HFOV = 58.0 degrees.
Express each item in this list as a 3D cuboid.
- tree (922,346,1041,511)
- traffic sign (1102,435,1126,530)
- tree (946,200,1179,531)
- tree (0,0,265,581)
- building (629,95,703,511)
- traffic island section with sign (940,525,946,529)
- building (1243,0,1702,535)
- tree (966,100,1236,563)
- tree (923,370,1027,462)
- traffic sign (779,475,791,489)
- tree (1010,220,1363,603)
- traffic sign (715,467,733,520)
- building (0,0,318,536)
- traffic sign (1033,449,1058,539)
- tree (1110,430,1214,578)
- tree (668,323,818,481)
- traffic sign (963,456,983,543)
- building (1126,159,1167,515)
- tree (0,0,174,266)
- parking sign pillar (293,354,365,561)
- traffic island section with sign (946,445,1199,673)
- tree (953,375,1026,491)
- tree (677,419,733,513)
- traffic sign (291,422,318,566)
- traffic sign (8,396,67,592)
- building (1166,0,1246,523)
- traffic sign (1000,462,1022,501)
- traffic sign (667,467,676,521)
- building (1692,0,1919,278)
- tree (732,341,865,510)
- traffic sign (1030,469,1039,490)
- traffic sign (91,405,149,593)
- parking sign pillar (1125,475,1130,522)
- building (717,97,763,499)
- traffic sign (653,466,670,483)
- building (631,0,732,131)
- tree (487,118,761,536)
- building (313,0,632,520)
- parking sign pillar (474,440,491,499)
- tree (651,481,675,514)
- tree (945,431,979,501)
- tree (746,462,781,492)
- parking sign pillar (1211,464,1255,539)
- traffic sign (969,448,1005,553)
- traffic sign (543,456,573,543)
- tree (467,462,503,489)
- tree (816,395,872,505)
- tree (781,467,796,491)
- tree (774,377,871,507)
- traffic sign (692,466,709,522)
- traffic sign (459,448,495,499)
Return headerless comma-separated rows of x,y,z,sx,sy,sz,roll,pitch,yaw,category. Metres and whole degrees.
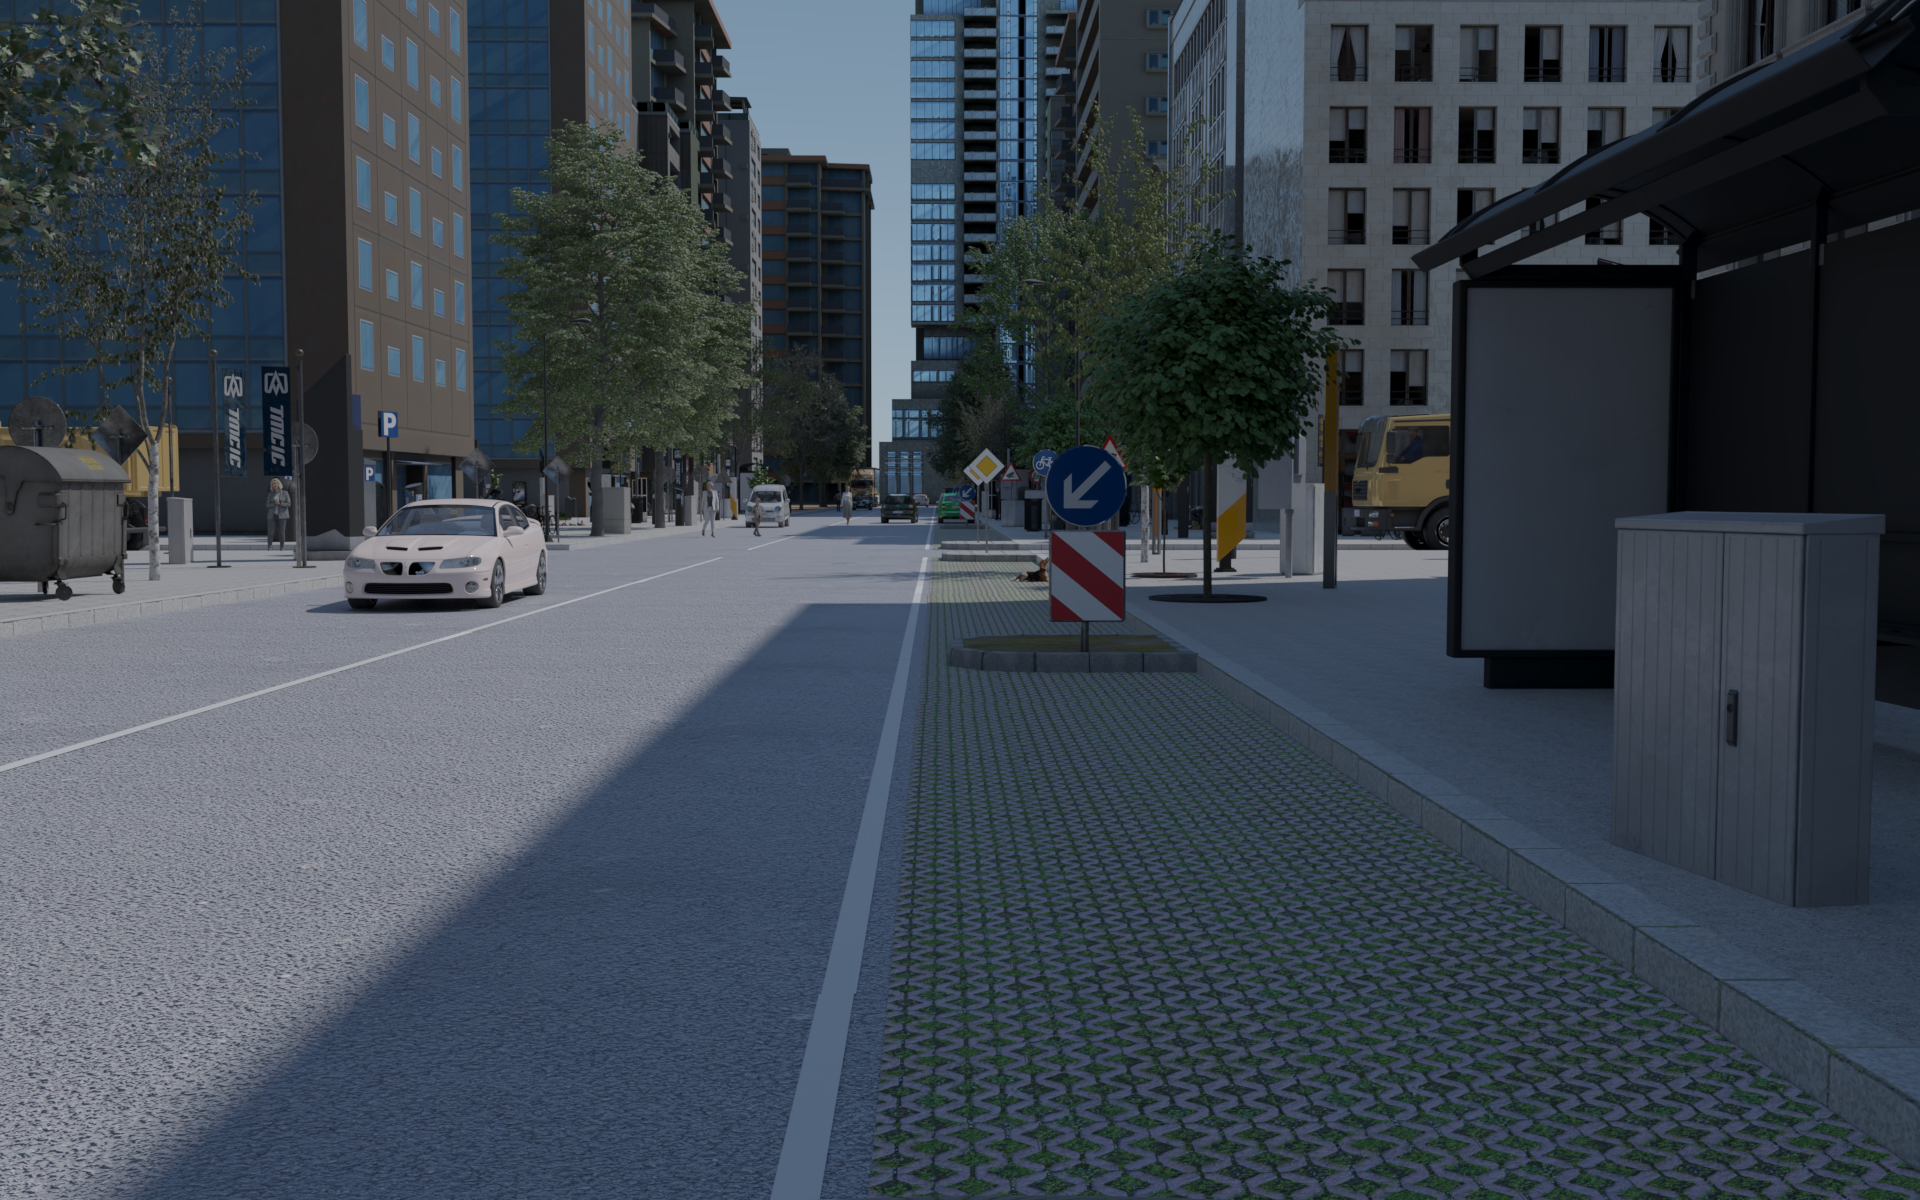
1.640,-13.124,131.582,9.611,12.733,9.660,0,3,0,tree
3.281,-2.324,38.003,0.884,2.594,0.081,0,4,3,traffic sign
3.454,-8.219,60.129,9.928,11.665,9.643,0,3,0,tree
-12.143,-4.605,25.653,4.360,8.622,3.978,0,3,0,tree
-27.092,-21.780,127.809,14.160,30.474,14.107,0,4,-1,building
0.177,-3.820,71.078,1.989,1.847,2.006,0,4,-1,traffic island section with sign
18.934,-12.484,58.860,16.860,20.320,10.420,0,4,-1,building
3.297,-4.997,32.063,4.737,8.622,4.395,0,3,0,tree
1.821,-14.936,154.577,12.009,13.543,11.850,0,3,0,tree
-11.563,-6.994,114.465,0.768,2.556,0.104,0,4,1,traffic sign
3.095,-2.276,20.919,4.285,4.588,4.351,0,3,0,tree
-11.507,-5.157,84.315,0.884,2.594,0.081,0,4,2,traffic sign
-25.638,-24.996,58.792,14.600,45.320,14.200,0,4,-1,building
2.460,-3.016,49.422,0.768,2.556,0.104,0,4,3,traffic sign
3.060,-1.971,26.823,1.663,3.219,1.824,0,3,0,tree
-12.244,-9.782,94.344,8.767,10.594,7.601,-2,4,-33,tree
0.476,-2.570,45.659,0.795,2.450,0.064,0,4,-1,traffic sign
17.374,-17.401,103.592,14.460,24.649,34.723,0,4,-1,building
-11.438,-5.831,12.343,9.611,12.733,9.660,0,3,0,tree
-12.298,-2.774,33.819,1.447,3.967,1.447,2,4,24,parking sign pillar
0.902,-0.374,14.747,1.989,1.847,2.006,0,4,-1,traffic island section with sign
2.149,-9.658,108.274,4.360,8.622,3.978,0,3,0,tree
-17.137,-10.088,115.294,4.737,8.622,4.395,0,3,0,tree
-11.745,-1.871,30.699,0.768,2.556,0.104,0,4,5,traffic sign
-12.005,-1.372,22.545,0.768,2.556,0.104,0,4,2,traffic sign
16.402,-15.797,76.297,12.078,24.808,19.932,0,4,-1,building
2.058,-4.286,70.075,0.884,2.594,0.081,0,4,1,traffic sign
-13.506,-4.897,80.173,0.768,2.556,0.104,0,4,5,traffic sign
17.082,-11.632,19.055,11.050,23.489,19.941,0,4,-1,building
-12.634,-13.920,137.961,12.009,13.543,11.850,0,3,0,tree
3.816,-5.207,85.239,0.768,2.556,0.104,0,4,7,traffic sign
-10.907,-1.303,22.496,0.795,2.450,0.064,0,4,7,traffic sign
7.454,-5.814,83.528,1.447,3.967,1.447,3,4,37,parking sign pillar
-27.961,-30.399,180.625,14.086,41.232,14.154,0,4,-1,building
-13.265,-4.707,77.062,0.768,2.556,0.104,0,4,4,traffic sign
-31.553,-30.275,149.625,22.147,44.769,28.867,0,4,-1,building
-10.812,-8.248,52.987,7.486,12.596,7.792,0,3,0,tree
-26.953,-27.476,99.342,14.600,45.320,14.200,0,4,-1,building
-23.778,-5.985,86.325,1.447,3.967,1.447,0,4,2,parking sign pillar
-18.874,-7.061,110.046,1.663,3.219,1.824,0,3,0,tree
1.543,-16.472,187.439,7.486,12.596,7.792,0,3,0,tree
-12.096,-6.662,103.520,1.663,3.219,1.824,0,3,0,tree
7.869,-3.787,50.397,1.447,3.967,1.447,3,5,41,parking sign pillar
0.578,-2.081,37.675,0.795,2.450,0.064,0,4,-1,traffic sign
-10.567,-2.562,45.538,0.795,2.450,0.064,0,4,-1,traffic sign
-24.027,-5.734,88.345,1.663,3.219,1.824,0,3,0,tree
-13.870,-17.090,197.542,7.486,12.596,7.792,0,3,0,tree
-12.733,-7.886,123.541,1.663,3.219,1.824,0,3,0,tree
-13.454,-15.423,169.174,9.611,12.733,9.660,0,3,0,tree
-11.722,-4.783,78.307,0.768,2.556,0.104,0,4,1,traffic sign
-10.465,-2.074,37.554,0.795,2.450,0.064,0,4,-1,traffic sign
